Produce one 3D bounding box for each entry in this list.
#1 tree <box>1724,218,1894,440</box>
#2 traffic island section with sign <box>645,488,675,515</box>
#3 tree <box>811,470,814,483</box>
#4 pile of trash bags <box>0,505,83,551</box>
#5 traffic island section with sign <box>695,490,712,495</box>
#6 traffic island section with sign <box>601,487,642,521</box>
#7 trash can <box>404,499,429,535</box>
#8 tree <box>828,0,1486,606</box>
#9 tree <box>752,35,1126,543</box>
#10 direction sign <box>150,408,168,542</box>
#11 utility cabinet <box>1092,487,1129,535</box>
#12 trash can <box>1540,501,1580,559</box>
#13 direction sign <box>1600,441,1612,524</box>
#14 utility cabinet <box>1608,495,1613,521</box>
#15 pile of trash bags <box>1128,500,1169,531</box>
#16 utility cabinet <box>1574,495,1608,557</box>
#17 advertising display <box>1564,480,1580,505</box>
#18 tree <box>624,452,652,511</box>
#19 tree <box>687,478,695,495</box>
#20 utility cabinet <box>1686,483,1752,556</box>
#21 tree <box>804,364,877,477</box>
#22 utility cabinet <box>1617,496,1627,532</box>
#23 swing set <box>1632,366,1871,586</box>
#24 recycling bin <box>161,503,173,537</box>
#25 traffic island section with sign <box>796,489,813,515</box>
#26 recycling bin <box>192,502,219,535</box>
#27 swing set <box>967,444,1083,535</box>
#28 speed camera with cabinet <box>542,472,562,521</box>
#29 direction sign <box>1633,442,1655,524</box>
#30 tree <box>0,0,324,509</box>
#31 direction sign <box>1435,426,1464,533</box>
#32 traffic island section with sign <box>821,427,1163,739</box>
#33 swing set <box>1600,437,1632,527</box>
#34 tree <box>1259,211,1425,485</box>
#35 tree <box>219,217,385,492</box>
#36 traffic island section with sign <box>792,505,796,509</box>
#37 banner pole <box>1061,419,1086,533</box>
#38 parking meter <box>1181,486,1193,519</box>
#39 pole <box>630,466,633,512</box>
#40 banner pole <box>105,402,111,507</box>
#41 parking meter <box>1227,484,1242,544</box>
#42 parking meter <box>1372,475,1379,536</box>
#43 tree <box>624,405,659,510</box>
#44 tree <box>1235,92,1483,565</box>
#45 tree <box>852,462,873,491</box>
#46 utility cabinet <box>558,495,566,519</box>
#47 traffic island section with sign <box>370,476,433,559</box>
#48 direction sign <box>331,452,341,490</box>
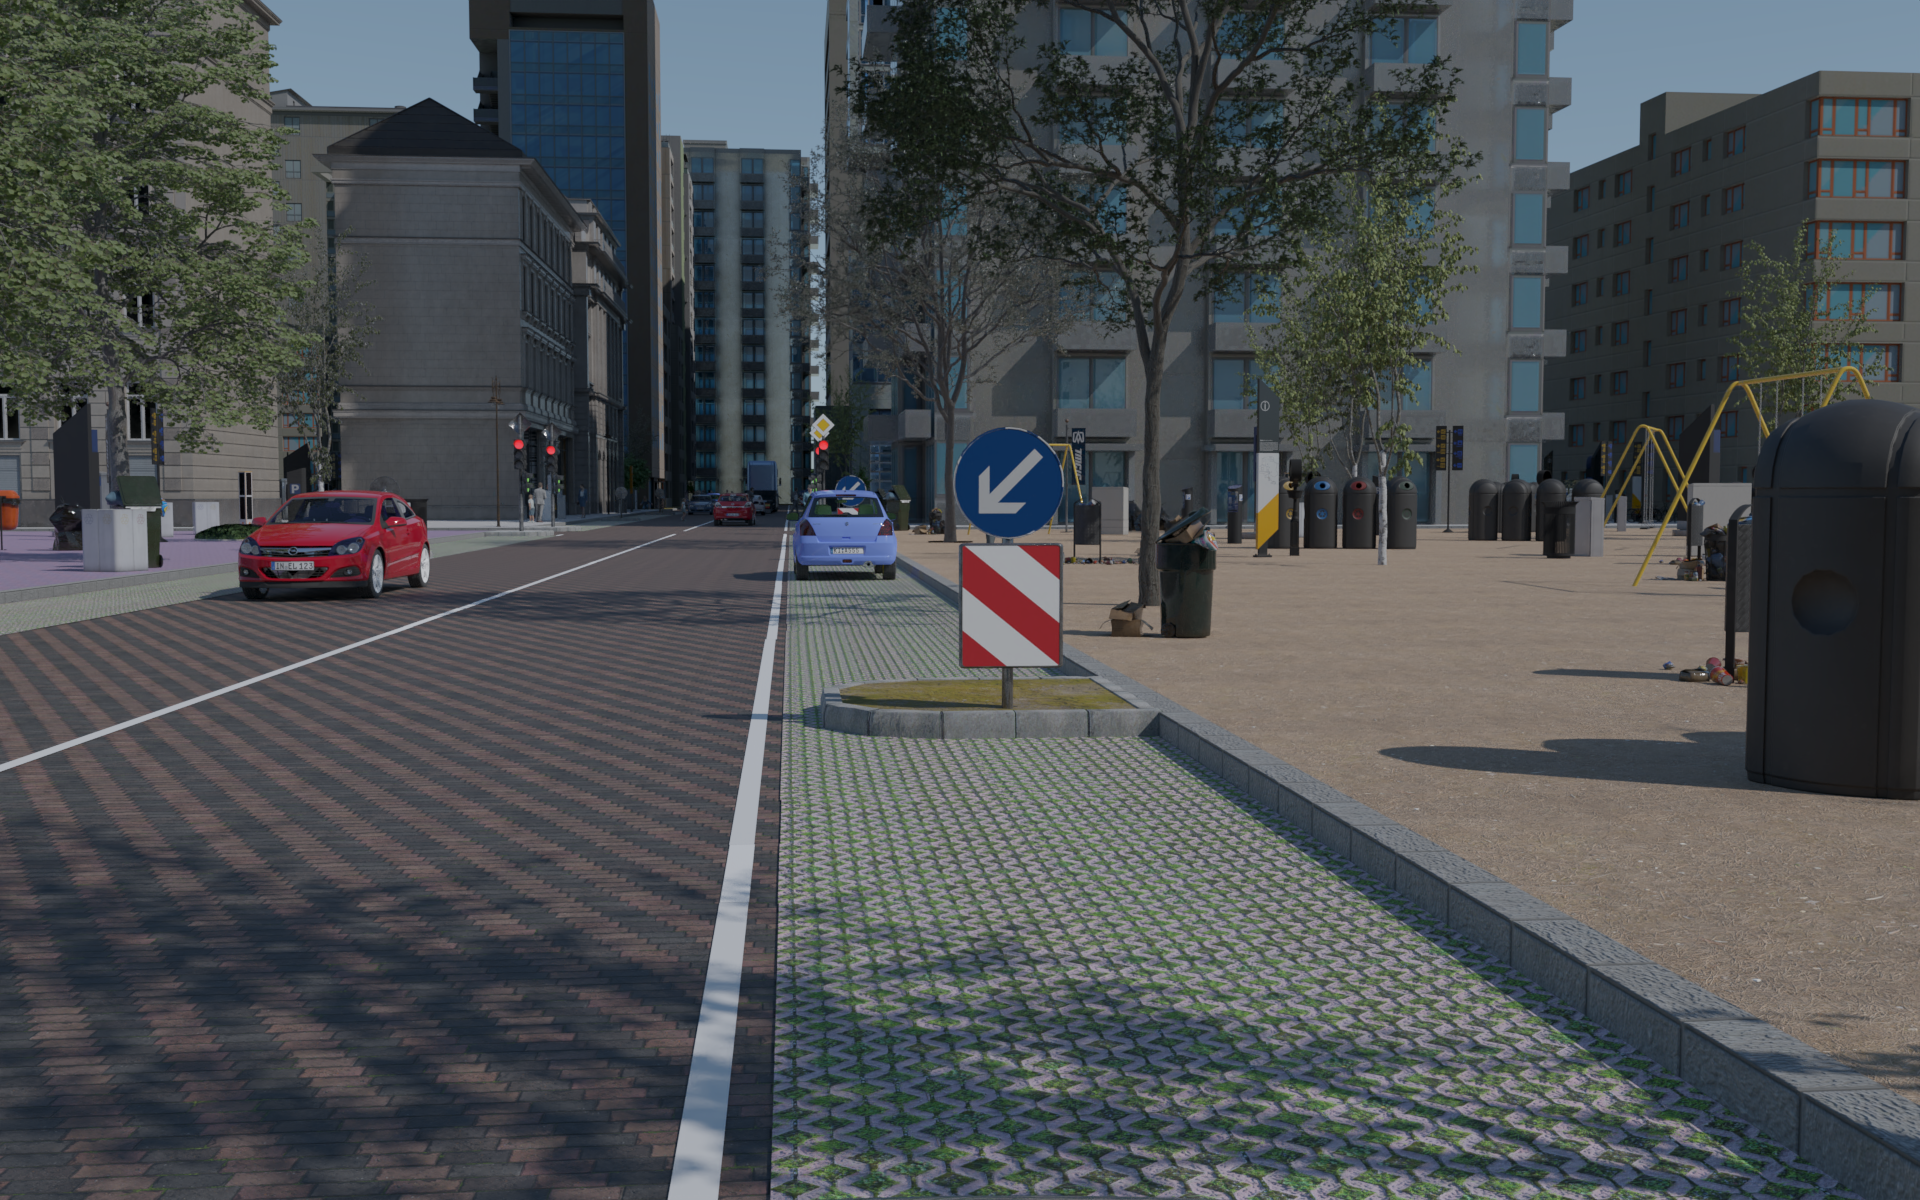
[{"bbox_3d":[22.825,-5.931,47.331,4.737,8.622,4.395,0,3,0],"label":"tree"},{"bbox_3d":[-20.657,-6.772,119.356,1.989,1.847,2.006,0,4,-6],"label":"traffic island section with sign"},{"bbox_3d":[-10.976,-9.970,146.724,4.285,4.588,4.351,0,3,0],"label":"tree"},{"bbox_3d":[-20.531,-1.845,39.917,3.447,1.369,1.912,0,4,-4],"label":"pile of trash bags"},{"bbox_3d":[-25.501,-9.809,169.000,1.989,1.847,2.006,0,4,-6],"label":"traffic island section with sign"},{"bbox_3d":[-18.002,-5.112,92.208,1.989,1.847,2.006,0,4,-6],"label":"traffic island section with sign"},{"bbox_3d":[-16.354,-2.476,52.132,0.748,1.137,0.748,0,3,0],"label":"trash can"},{"bbox_3d":[1.959,-5.195,19.346,8.767,10.594,7.601,3,4,36],"label":"tree"},{"bbox_3d":[-0.326,-8.262,45.454,12.009,13.543,11.850,0,3,0],"label":"tree"},{"bbox_3d":[-21.298,-3.304,46.023,0.379,3.537,0.876,0,4,-6],"label":"direction sign"},{"bbox_3d":[4.697,-2.779,54.119,1.173,1.500,0.318,3,4,38],"label":"utility cabinet"},{"bbox_3d":[11.943,-1.398,34.515,0.748,1.137,0.748,0,3,0],"label":"trash can"},{"bbox_3d":[27.685,-5.030,74.243,0.876,3.537,0.379,-3,5,-40],"label":"direction sign"},{"bbox_3d":[30.444,-4.350,82.287,1.020,1.237,0.306,0,4,1],"label":"utility cabinet"},{"bbox_3d":[5.957,-3.078,60.086,1.912,1.369,3.447,2,4,31],"label":"pile of trash bags"},{"bbox_3d":[13.029,-1.511,35.871,0.306,1.237,1.020,0,4,1],"label":"utility cabinet"},{"bbox_3d":[27.187,-4.365,76.585,0.974,1.923,0.123,2,4,29],"label":"advertising display"},{"bbox_3d":[-25.541,-9.225,134.540,4.285,4.588,4.351,0,3,0],"label":"tree"},{"bbox_3d":[-31.517,-12.715,202.494,1.663,3.219,1.824,0,3,0],"label":"tree"},{"bbox_3d":[15.554,-1.642,35.523,1.173,1.500,0.318,0,4,3],"label":"utility cabinet"},{"bbox_3d":[-6.591,-8.993,97.404,4.737,8.622,4.395,0,3,0],"label":"tree"},{"bbox_3d":[22.792,-2.965,59.631,0.306,1.237,1.020,1,4,19],"label":"utility cabinet"},{"bbox_3d":[10.830,-1.524,22.546,2.862,2.851,3.119,0,4,-2],"label":"swing set"},{"bbox_3d":[-23.835,-2.380,51.467,0.722,1.027,0.722,-2,4,-34],"label":"recycling bin"},{"bbox_3d":[-2.513,-1.787,37.852,1.989,1.847,2.006,0,4,-6],"label":"traffic island section with sign"},{"bbox_3d":[-23.894,-2.589,54.880,0.722,1.027,0.722,-2,4,-29],"label":"recycling bin"},{"bbox_3d":[1.995,-3.434,53.758,3.119,2.851,2.862,-1,4,-23],"label":"swing set"},{"bbox_3d":[-19.444,-5.398,82.586,0.660,3.252,2.038,0,4,-1],"label":"speed camera with cabinet"},{"bbox_3d":[29.544,-5.069,74.876,0.876,3.537,0.379,3,4,37],"label":"direction sign"},{"bbox_3d":[-16.028,-6.953,31.813,7.486,12.596,7.792,0,3,0],"label":"tree"},{"bbox_3d":[16.214,-4.002,57.435,0.876,3.537,0.379,1,4,17],"label":"direction sign"},{"bbox_3d":[0.113,-0.147,11.025,1.989,1.847,2.006,0,4,-6],"label":"traffic island section with sign"},{"bbox_3d":[16.092,-2.618,40.427,2.862,2.851,3.119,2,4,28],"label":"swing set"},{"bbox_3d":[10.018,-5.754,44.439,4.360,8.622,3.978,0,3,0],"label":"tree"},{"bbox_3d":[-17.014,-5.809,45.337,4.360,8.622,3.978,0,3,0],"label":"tree"},{"bbox_3d":[-10.586,-6.832,120.325,1.989,1.847,2.006,0,4,-6],"label":"traffic island section with sign"},{"bbox_3d":[3.782,-4.138,57.668,0.863,3.779,0.401,1,4,10],"label":"banner pole"},{"bbox_3d":[7.367,-2.922,56.185,0.372,1.533,0.369,0,3,0],"label":"parking meter"},{"bbox_3d":[-23.692,-8.017,124.919,0.158,3.312,0.155,0,3,0],"label":"pole"},{"bbox_3d":[-23.228,-3.501,47.262,0.401,3.779,0.863,-2,4,-33],"label":"banner pole"},{"bbox_3d":[7.096,-2.220,44.715,0.372,1.533,0.369,0,3,0],"label":"parking meter"},{"bbox_3d":[12.965,-2.929,53.593,0.399,1.863,0.255,2,4,24],"label":"parking meter"},{"bbox_3d":[-26.611,-11.642,140.713,4.360,8.622,3.978,0,3,0],"label":"tree"},{"bbox_3d":[7.429,-4.932,30.999,4.737,8.622,4.395,0,3,0],"label":"tree"},{"bbox_3d":[-5.969,-6.718,104.444,1.663,3.219,1.824,0,3,0],"label":"tree"},{"bbox_3d":[-20.365,-4.680,87.678,0.306,1.237,1.020,1,4,19],"label":"utility cabinet"},{"bbox_3d":[-12.717,-1.803,38.115,1.989,1.847,2.006,0,4,-6],"label":"traffic island section with sign"},{"bbox_3d":[-33.659,-6.214,93.599,0.876,3.537,0.379,2,4,30],"label":"direction sign"}]
